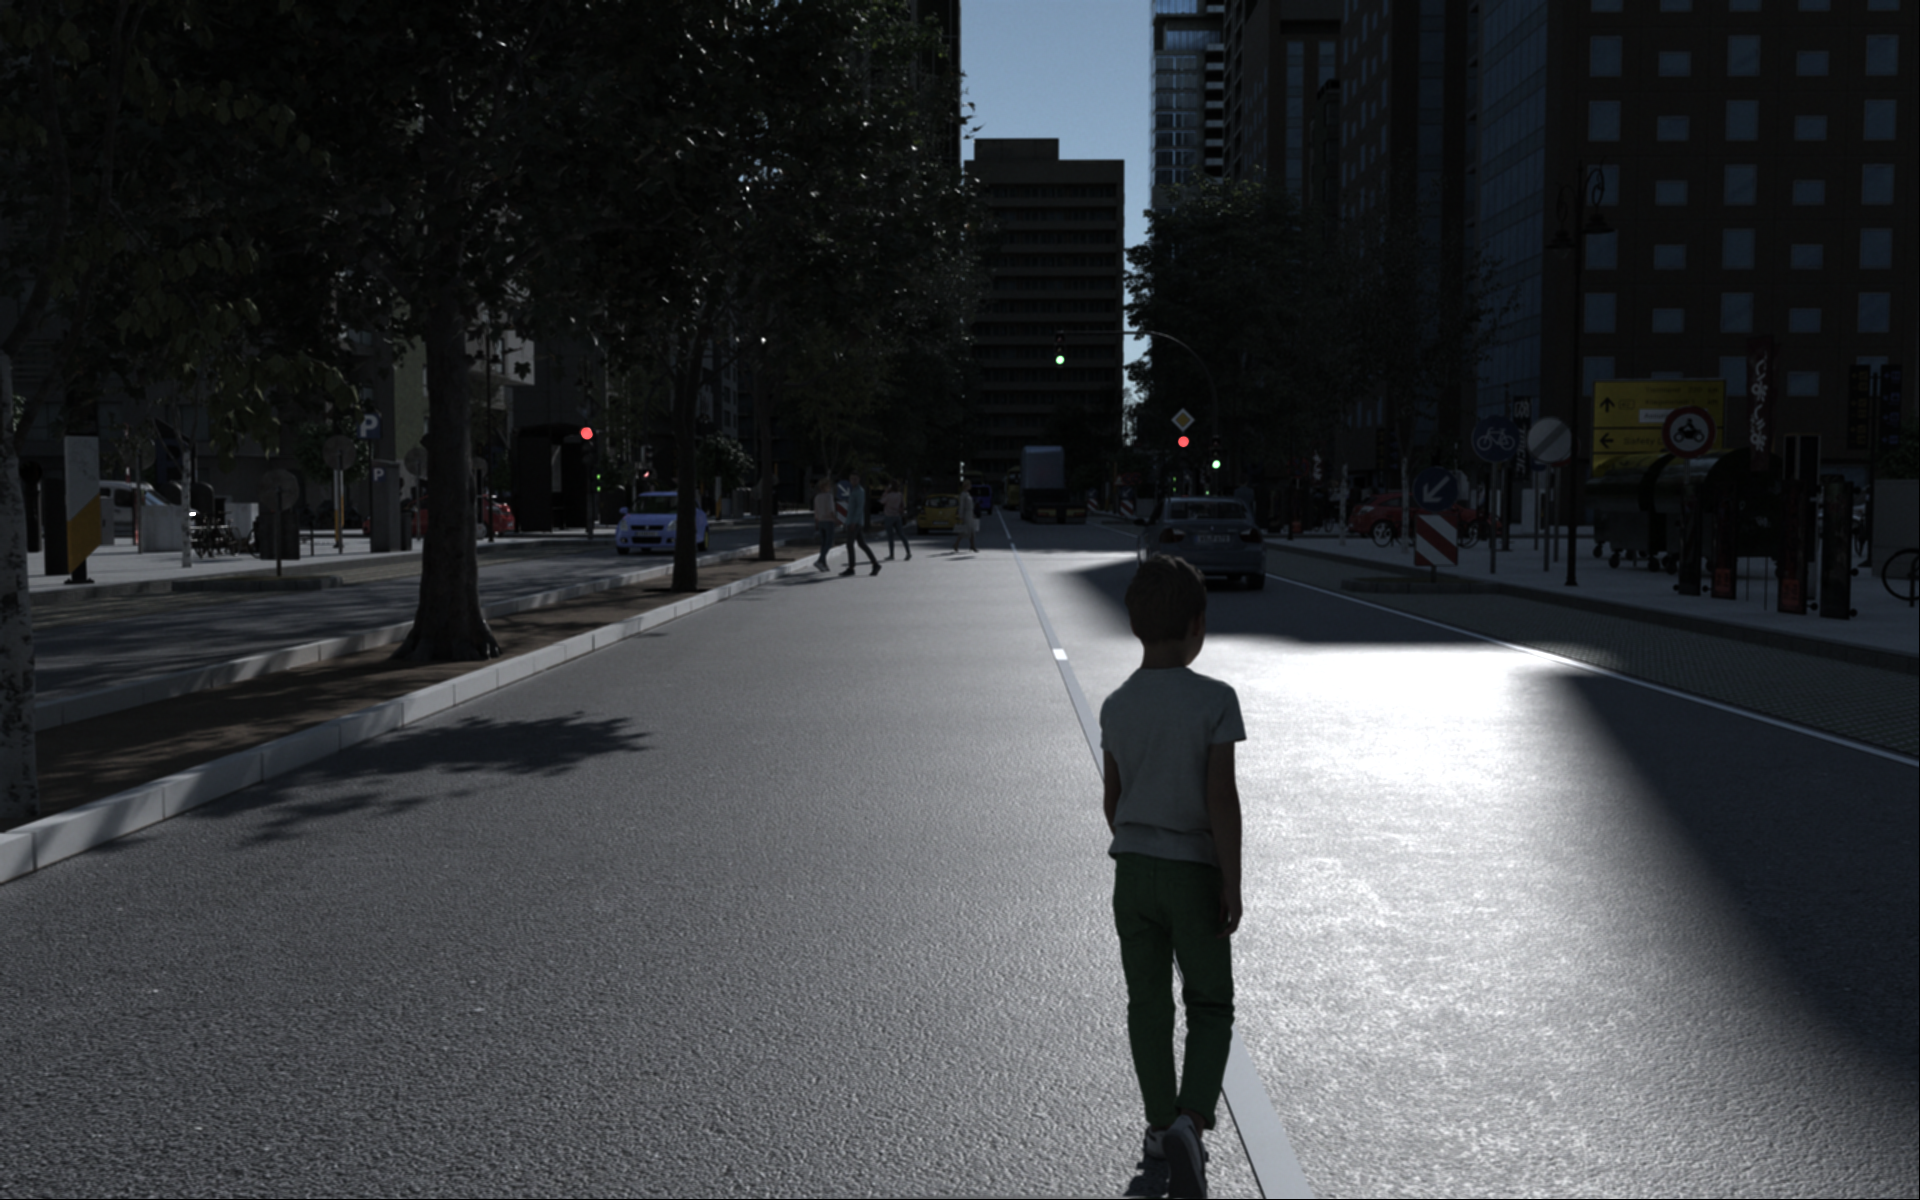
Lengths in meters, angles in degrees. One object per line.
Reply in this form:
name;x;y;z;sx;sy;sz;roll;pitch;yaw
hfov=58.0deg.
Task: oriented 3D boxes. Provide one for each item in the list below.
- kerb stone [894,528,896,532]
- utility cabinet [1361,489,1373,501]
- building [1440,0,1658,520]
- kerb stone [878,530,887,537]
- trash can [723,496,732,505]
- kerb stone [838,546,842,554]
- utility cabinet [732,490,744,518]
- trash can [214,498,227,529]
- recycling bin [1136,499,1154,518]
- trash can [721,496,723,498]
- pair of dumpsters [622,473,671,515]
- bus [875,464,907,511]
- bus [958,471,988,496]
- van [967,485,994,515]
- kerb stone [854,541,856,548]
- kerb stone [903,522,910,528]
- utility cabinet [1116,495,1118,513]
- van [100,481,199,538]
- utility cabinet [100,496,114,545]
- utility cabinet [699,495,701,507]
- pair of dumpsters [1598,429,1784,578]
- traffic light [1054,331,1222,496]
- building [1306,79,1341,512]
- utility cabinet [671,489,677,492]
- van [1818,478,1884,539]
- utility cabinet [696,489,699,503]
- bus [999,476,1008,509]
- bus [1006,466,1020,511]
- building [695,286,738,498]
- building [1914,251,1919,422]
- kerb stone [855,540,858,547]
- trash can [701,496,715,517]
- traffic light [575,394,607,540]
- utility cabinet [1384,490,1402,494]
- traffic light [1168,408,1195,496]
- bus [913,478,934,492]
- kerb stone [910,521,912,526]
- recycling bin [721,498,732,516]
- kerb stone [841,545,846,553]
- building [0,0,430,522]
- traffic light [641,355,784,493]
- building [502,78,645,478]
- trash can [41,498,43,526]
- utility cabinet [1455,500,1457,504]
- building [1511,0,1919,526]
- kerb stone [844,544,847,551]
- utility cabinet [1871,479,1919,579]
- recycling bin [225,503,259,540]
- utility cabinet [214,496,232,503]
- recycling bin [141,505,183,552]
kerb stone;-2.542;-2.553;63.963;0.120;0.150;1.000;0;4;1
utility cabinet;18.501;-4.282;78.692;0.318;1.500;1.173;2;4;23
building;30.561;-27.609;101.512;14.600;45.320;14.200;0;4;1
kerb stone;-2.637;-2.241;58.848;0.120;0.150;1.000;0;4;1
trash can;-14.094;-5.861;107.478;0.748;1.137;0.748;0;3;0
kerb stone;-2.953;-1.144;40.927;0.120;0.150;1.000;0;4;1
utility cabinet;-11.583;-5.001;90.448;0.318;1.500;1.173;0;4;8
trash can;-27.662;-3.230;64.471;0.748;1.137;0.748;0;3;0
recycling bin;10.099;-5.002;94.338;0.722;1.027;0.722;-3;4;-37
trash can;-17.603;-7.020;126.438;0.748;1.137;0.748;0;3;0
pair of dumpsters;-14.089;-4.604;77.763;1.574;2.255;4.437;0;4;1
bus;-5.756;-9.254;142.850;2.896;3.916;12.252;0;4;2
bus;1.336;-11.630;181.692;2.896;3.916;12.252;0;4;3
van;1.270;-7.129;120.949;2.240;2.365;5.245;0;3;0
kerb stone;-2.878;-1.389;45.021;0.120;0.150;1.000;0;4;1
kerb stone;-2.347;-3.244;75.230;0.120;0.150;1.000;0;4;1
utility cabinet;11.057;-6.614;119.308;1.020;1.237;0.306;1;4;13
van;-25.415;-2.825;53.201;4.112;2.044;2.013;0;4;2
utility cabinet;-21.637;-1.962;43.248;0.306;1.237;1.020;1;4;21
utility cabinet;-16.235;-5.782;105.689;1.020;1.237;0.306;-3;4;-38
pair of dumpsters;11.838;-1.557;27.946;1.574;2.255;4.437;0;4;1
traffic light;4.998;-4.509;48.397;4.771;5.953;1.251;0;4;1
building;31.859;-21.551;124.058;14.160;30.474;14.107;0;4;1
utility cabinet;-13.048;-4.402;80.657;0.318;1.500;1.173;2;4;25
van;28.243;-2.816;53.048;4.112;2.044;2.013;0;4;1
utility cabinet;-12.818;-4.493;82.145;0.318;1.500;1.173;-3;5;-42
bus;5.383;-10.509;166.685;2.948;3.499;13.247;0;4;0
bus;5.396;-9.766;151.224;2.896;3.916;12.252;0;4;2
building;-31.536;-25.406;187.085;14.107;30.474;14.160;0;4;1
building;61.457;-32.902;79.951;28.212;58.520;21.231;0;4;1
kerb stone;-2.857;-1.459;46.053;0.120;0.150;1.000;0;4;1
trash can;-14.173;-5.221;97.023;0.748;1.137;0.748;0;3;0
traffic light;-10.417;-3.662;48.796;0.839;4.253;0.868;0;4;1
utility cabinet;22.765;-5.001;90.447;1.173;1.500;0.318;2;4;31
traffic light;7.234;-4.132;56.485;0.839;4.253;0.868;0;4;1
bus;-4.385;-12.103;192.735;2.948;3.499;13.247;0;4;-1
kerb stone;-2.326;-3.306;76.252;0.120;0.150;1.000;0;4;1
recycling bin;-13.666;-5.356;100.126;0.722;1.027;0.722;1;4;14
kerb stone;-2.935;-1.203;41.949;0.120;0.150;1.000;0;4;1
building;-32.927;-24.047;76.759;14.154;41.232;14.086;0;4;1
traffic light;-8.182;-5.022;56.778;4.771;5.953;1.251;0;4;1
building;-34.892;-43.002;141.330;20.563;71.187;20.611;0;4;1
trash can;-36.915;-3.569;70.014;0.748;1.137;0.748;0;3;0
utility cabinet;26.016;-4.918;91.574;0.306;1.237;1.020;2;4;26
building;30.903;-25.967;74.664;14.200;45.320;14.600;0;4;1
kerb stone;-2.923;-1.269;42.975;0.120;0.150;1.000;0;4;1
utility cabinet;14.299;-1.065;26.099;0.318;1.500;1.173;-1;4;-9
recycling bin;-20.190;-2.211;48.701;0.722;1.027;0.722;0;4;-5
utility cabinet;-29.864;-3.585;69.772;1.020;1.237;0.306;-1;4;-17
recycling bin;-17.762;-1.590;38.543;0.722;1.027;0.722;2;4;32
